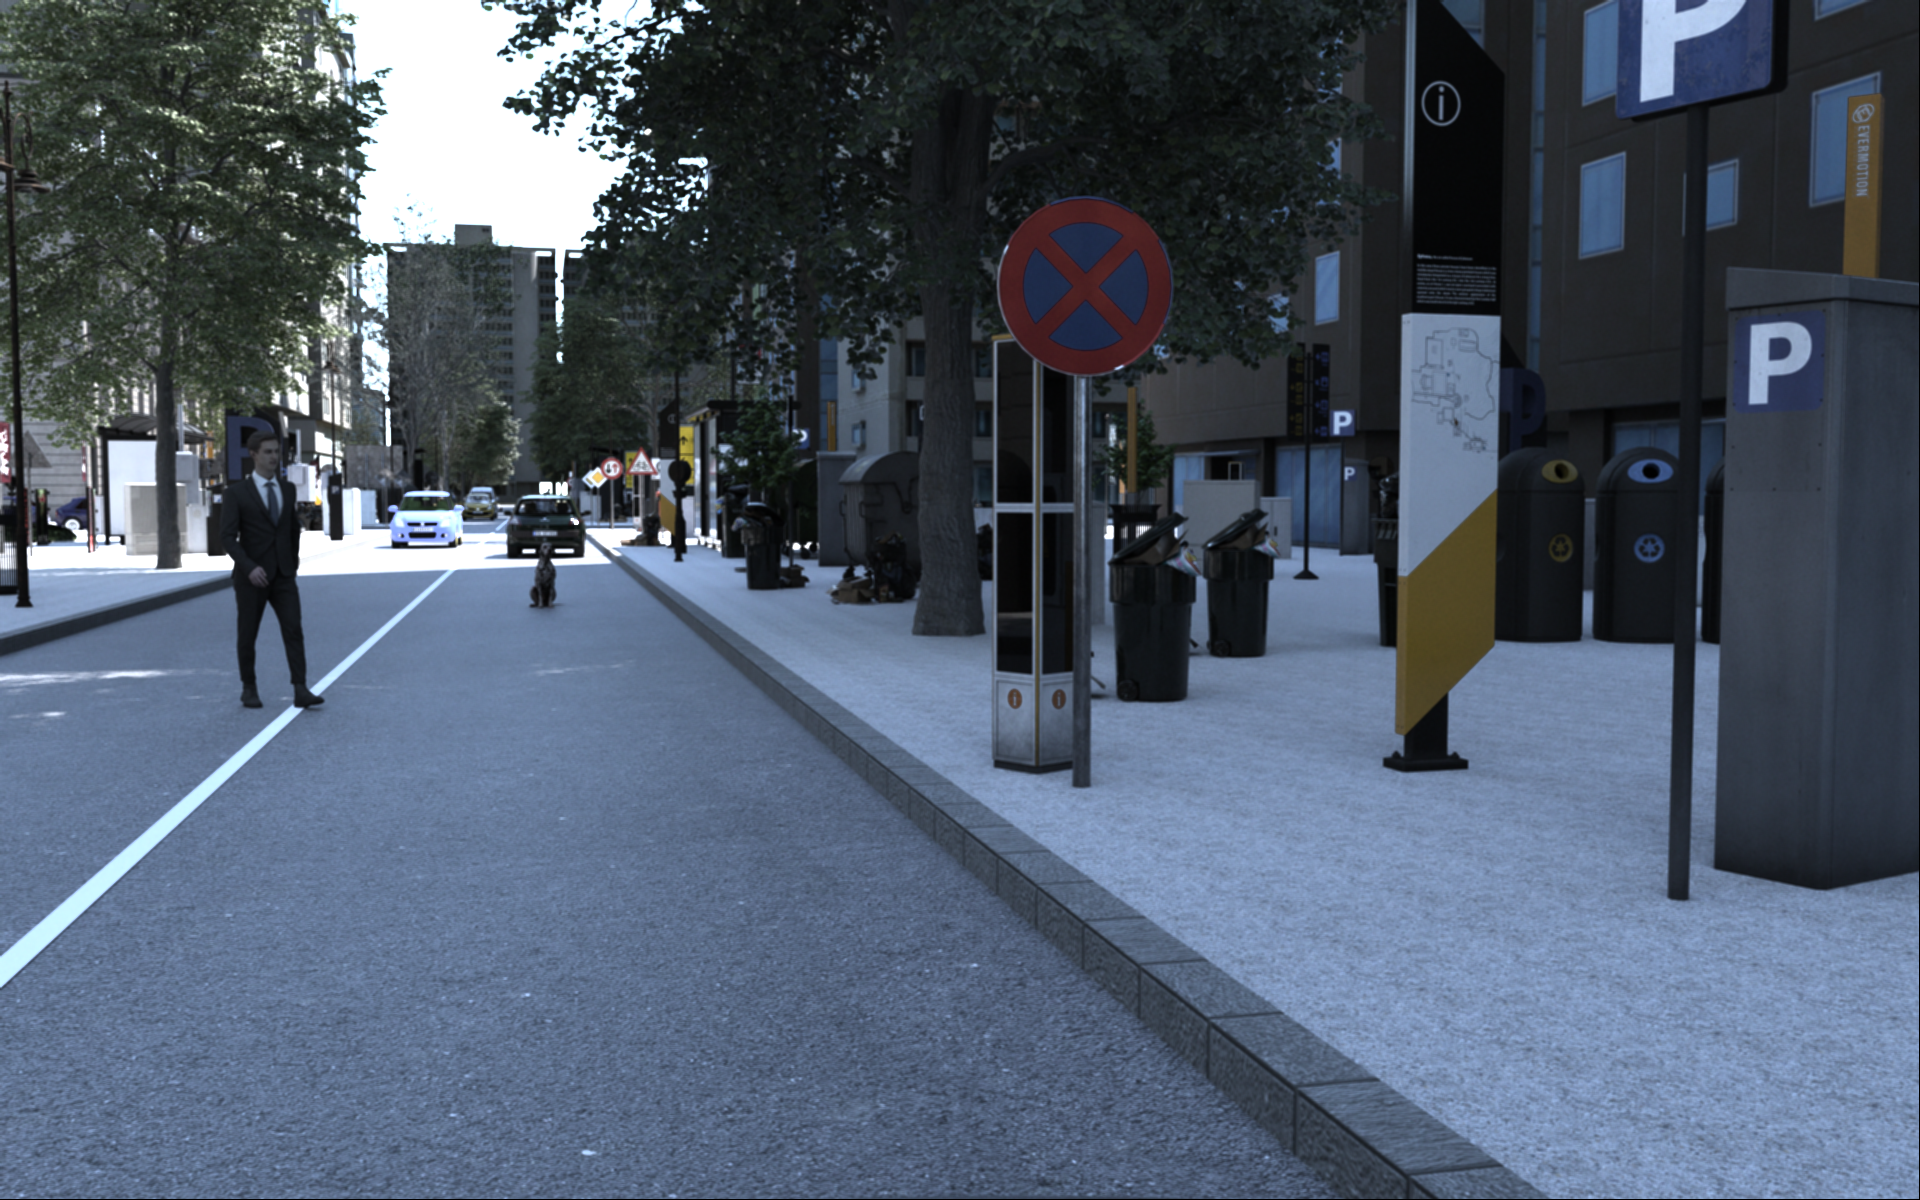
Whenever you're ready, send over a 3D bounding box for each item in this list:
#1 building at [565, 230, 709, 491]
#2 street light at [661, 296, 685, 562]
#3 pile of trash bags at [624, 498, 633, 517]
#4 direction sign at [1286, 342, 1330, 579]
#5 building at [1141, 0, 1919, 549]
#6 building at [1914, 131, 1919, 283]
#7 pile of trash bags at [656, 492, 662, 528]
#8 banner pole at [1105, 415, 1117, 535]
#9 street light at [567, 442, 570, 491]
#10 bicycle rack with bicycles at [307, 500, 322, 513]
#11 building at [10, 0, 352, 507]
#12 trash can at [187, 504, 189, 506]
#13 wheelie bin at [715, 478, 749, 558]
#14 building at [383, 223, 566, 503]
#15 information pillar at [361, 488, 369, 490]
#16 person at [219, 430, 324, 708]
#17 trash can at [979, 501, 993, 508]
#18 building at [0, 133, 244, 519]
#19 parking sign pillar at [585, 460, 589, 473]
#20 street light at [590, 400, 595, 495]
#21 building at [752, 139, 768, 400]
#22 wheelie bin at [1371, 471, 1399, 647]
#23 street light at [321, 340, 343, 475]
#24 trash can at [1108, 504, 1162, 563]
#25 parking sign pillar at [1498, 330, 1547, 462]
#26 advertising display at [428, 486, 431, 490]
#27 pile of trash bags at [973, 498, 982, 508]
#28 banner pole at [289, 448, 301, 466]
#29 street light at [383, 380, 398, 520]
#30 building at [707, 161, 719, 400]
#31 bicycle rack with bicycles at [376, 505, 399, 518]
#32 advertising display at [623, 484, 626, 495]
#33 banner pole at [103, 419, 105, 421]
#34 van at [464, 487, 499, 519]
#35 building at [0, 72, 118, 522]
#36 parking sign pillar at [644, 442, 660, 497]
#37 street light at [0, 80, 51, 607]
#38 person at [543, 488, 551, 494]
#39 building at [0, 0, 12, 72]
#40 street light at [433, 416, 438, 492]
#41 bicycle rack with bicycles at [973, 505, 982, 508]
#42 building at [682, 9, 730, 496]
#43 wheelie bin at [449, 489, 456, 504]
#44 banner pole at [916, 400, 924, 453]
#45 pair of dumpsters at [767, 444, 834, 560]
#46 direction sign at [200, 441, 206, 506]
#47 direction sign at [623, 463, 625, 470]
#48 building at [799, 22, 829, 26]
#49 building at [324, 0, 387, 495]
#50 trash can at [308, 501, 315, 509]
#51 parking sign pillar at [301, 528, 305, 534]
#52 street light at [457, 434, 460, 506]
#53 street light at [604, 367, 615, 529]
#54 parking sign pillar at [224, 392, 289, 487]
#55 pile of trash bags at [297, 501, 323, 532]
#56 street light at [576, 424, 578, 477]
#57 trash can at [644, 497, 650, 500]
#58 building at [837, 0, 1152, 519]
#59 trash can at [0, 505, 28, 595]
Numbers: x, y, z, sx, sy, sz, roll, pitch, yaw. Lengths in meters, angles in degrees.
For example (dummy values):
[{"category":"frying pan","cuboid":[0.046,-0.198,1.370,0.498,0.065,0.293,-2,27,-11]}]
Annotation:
[{"category":"building","cuboid":[-47.050,-34.632,258.112,23.993,40.220,32.217,-1,4,-14]},{"category":"street light","cuboid":[-5.359,-3.671,32.814,0.468,5.910,1.993,-1,4,-14]},{"category":"pile of trash bags","cuboid":[-19.005,-5.368,97.511,3.447,1.369,1.912,3,4,38]},{"category":"direction sign","cuboid":[5.233,-2.085,26.084,0.876,3.537,0.379,-2,4,-35]},{"category":"building","cuboid":[13.778,-24.169,45.268,14.600,45.320,14.200,-1,4,-14]},{"category":"building","cuboid":[18.420,-22.843,23.590,14.600,45.320,14.200,-1,4,-14]},{"category":"pile of trash bags","cuboid":[-9.123,-3.150,61.248,3.447,1.369,1.912,0,4,-8]},{"category":"banner pole","cuboid":[4.762,-3.970,54.934,0.401,3.779,0.863,2,4,34]},{"category":"street light","cuboid":[-32.492,-10.468,143.946,0.468,5.910,1.993,-1,4,-14]},{"category":"bicycle rack with bicycles","cuboid":[-49.326,-7.308,132.867,2.852,0.926,2.925,0,4,-6]},{"category":"building","cuboid":[-79.272,-36.230,181.599,27.495,52.752,28.713,-1,4,-14]},{"category":"trash can","cuboid":[-40.443,-4.797,90.081,0.748,1.137,0.748,0,3,0]},{"category":"wheelie bin","cuboid":[-4.427,-1.652,34.913,0.980,1.594,0.693,-1,4,-15]},{"category":"building","cuboid":[-70.445,-34.245,251.779,23.993,40.220,32.217,-1,4,-14]},{"category":"information pillar","cuboid":[-25.267,-4.228,73.615,0.304,2.012,0.304,-1,4,-22]},{"category":"person","cuboid":[-4.579,-0.201,11.562,0.755,1.850,0.659,3,5,40]},{"category":"trash can","cuboid":[0.769,-1.527,36.618,0.748,1.137,0.748,0,3,0]},{"category":"building","cuboid":[-54.582,-16.537,112.174,13.314,21.916,24.055,-1,4,-14]},{"category":"parking sign pillar","cuboid":[-27.194,-8.469,126.934,1.447,3.967,1.447,-1,4,-22]},{"category":"street light","cuboid":[-17.583,-6.722,82.692,0.468,5.910,1.993,-1,4,-14]},{"category":"building","cuboid":[-9.872,-27.857,139.048,14.154,41.232,14.086,-1,4,-14]},{"category":"wheelie bin","cuboid":[3.844,-0.398,14.422,0.693,1.594,0.980,-1,4,-14]},{"category":"street light","cuboid":[-18.038,-4.714,49.870,0.468,5.910,1.993,-1,4,-14]},{"category":"trash can","cuboid":[2.419,-0.752,23.950,0.748,1.137,0.748,0,3,0]},{"category":"parking sign pillar","cuboid":[8.701,-2.366,27.151,1.447,3.967,1.447,-3,5,-44]},{"category":"advertising display","cuboid":[-40.149,-7.704,131.166,0.123,1.923,0.974,-1,4,-21]},{"category":"pile of trash bags","cuboid":[1.715,-3.252,62.918,3.447,1.369,1.912,2,4,27]},{"category":"banner pole","cuboid":[-35.846,-6.324,93.422,0.401,3.779,0.863,1,4,22]},{"category":"street light","cuboid":[-22.983,-5.948,70.039,0.468,5.910,1.993,-1,4,-14]},{"category":"building","cuboid":[-17.489,-31.937,172.279,14.600,45.320,14.200,-1,4,-14]},{"category":"bicycle rack with bicycles","cuboid":[-27.932,-4.420,85.649,2.925,0.926,2.852,-3,5,-40]},{"category":"advertising display","cuboid":[-22.357,-6.612,113.321,0.974,1.923,0.123,-1,4,-19]},{"category":"banner pole","cuboid":[-27.732,-4.081,56.749,0.863,3.779,0.401,-3,5,-44]},{"category":"van","cuboid":[-28.203,-5.820,102.173,2.013,2.044,4.112,-1,4,-13]},{"category":"building","cuboid":[-48.544,-15.115,88.929,13.314,21.916,24.055,-1,4,-14]},{"category":"parking sign pillar","cuboid":[-14.237,-5.646,80.780,1.447,3.967,1.447,-2,4,-25]},{"category":"street light","cuboid":[-10.643,-2.858,19.515,0.468,5.910,1.993,-1,4,-14]},{"category":"person","cuboid":[-24.186,-5.671,101.406,0.592,1.802,0.473,1,4,9]},{"category":"building","cuboid":[-71.673,-34.183,148.132,28.713,52.752,27.495,-1,4,-14]},{"category":"street light","cuboid":[-30.495,-7.836,100.898,0.468,5.910,1.993,-1,4,-14]},{"category":"bicycle rack with bicycles","cuboid":[2.232,-4.403,85.378,2.852,0.926,2.925,-1,4,-14]},{"category":"building","cuboid":[-19.455,-53.889,193.762,22.319,86.520,31.000,-1,4,-14]},{"category":"wheelie bin","cuboid":[-34.703,-6.675,117.046,0.980,1.594,0.693,3,4,37]},{"category":"banner pole","cuboid":[-0.595,-3.100,40.708,0.863,3.779,0.401,0,4,0]},{"category":"pair of dumpsters","cuboid":[-3.108,-2.037,35.793,1.574,2.255,4.437,-1,4,-14]},{"category":"direction sign","cuboid":[-32.322,-5.016,74.003,0.379,3.537,0.876,-1,4,-12]},{"category":"direction sign","cuboid":[-24.960,-8.279,127.359,0.876,3.537,0.379,2,4,25]},{"category":"building","cuboid":[-13.841,-31.097,158.544,14.600,45.320,14.200,-1,4,-14]},{"category":"building","cuboid":[-96.036,-56.593,237.972,31.000,86.520,22.319,-1,4,-14]},{"category":"trash can","cuboid":[-42.330,-6.217,113.309,0.748,1.137,0.748,0,3,0]},{"category":"parking sign pillar","cuboid":[-21.952,-4.125,55.922,1.447,3.967,1.447,-2,4,-28]},{"category":"street light","cuboid":[-38.001,-9.690,131.226,0.468,5.910,1.993,-1,4,-14]},{"category":"street light","cuboid":[-12.748,-5.528,63.171,0.468,5.910,1.993,-1,4,-14]},{"category":"parking sign pillar","cuboid":[-17.713,-3.362,43.444,1.447,3.967,1.447,-1,4,-18]},{"category":"pile of trash bags","cuboid":[-22.513,-3.071,59.963,1.912,1.369,3.447,1,4,23]},{"category":"street light","cuboid":[-25.123,-8.611,113.585,0.468,5.910,1.993,-1,4,-14]},{"category":"trash can","cuboid":[-13.825,-3.974,76.630,0.748,1.137,0.748,0,3,0]},{"category":"building","cuboid":[4.128,-29.004,97.923,21.600,48.544,21.300,-1,4,-14]},{"category":"trash can","cuboid":[-12.311,-0.640,22.123,0.748,1.137,0.748,0,3,0]}]
